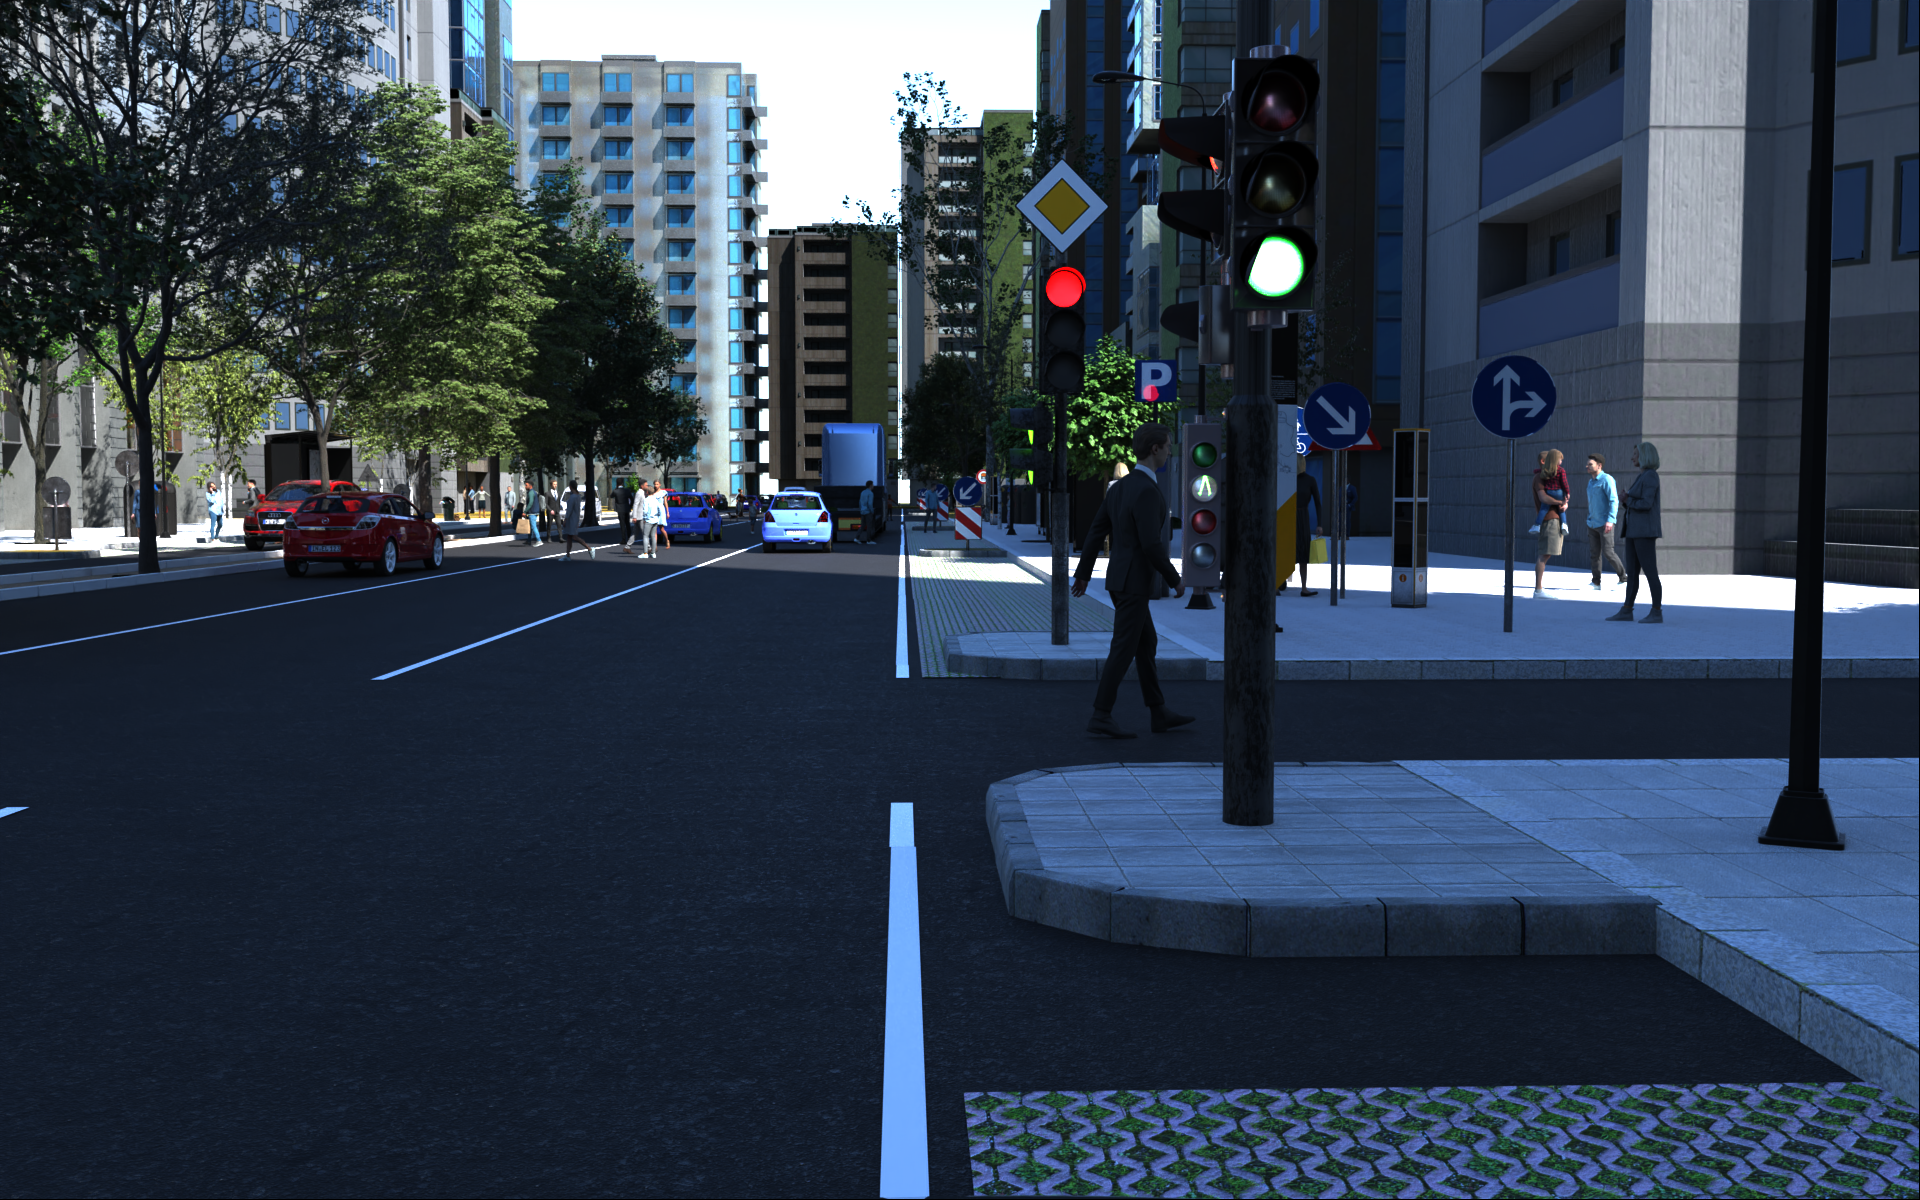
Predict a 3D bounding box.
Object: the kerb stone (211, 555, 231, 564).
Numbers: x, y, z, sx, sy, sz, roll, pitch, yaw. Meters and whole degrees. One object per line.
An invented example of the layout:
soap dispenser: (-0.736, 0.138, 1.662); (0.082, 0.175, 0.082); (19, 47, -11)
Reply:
kerb stone: (-15.386, -0.832, 35.806); (0.120, 0.150, 1.000); (0, 4, -2)

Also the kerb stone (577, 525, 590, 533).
kerb stone: (-14.274, -2.654, 65.627); (0.120, 0.150, 1.000); (0, 4, -2)

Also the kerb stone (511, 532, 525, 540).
kerb stone: (-13.903, -1.967, 54.356); (0.120, 0.150, 1.000); (0, 4, -2)

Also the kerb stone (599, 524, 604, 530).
kerb stone: (-14.374, -2.844, 68.694); (0.120, 0.150, 1.000); (0, 4, -2)

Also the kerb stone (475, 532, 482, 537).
kerb stone: (-16.106, -2.151, 57.366); (0.120, 0.150, 1.000); (0, 4, -2)

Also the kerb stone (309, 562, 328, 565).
kerb stone: (-13.292, -0.838, 35.930); (0.120, 0.150, 1.000); (0, 4, -2)

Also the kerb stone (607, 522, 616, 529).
kerb stone: (-14.487, -3.028, 71.770); (0.120, 0.150, 1.000); (0, 4, -2)

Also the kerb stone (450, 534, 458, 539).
kerb stone: (-15.997, -1.957, 54.285); (0.120, 0.150, 1.000); (0, 4, -2)

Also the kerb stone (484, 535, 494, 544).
kerb stone: (-13.765, -1.717, 50.268); (0.120, 0.150, 1.000); (0, 4, -2)

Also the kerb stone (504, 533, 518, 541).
kerb stone: (-13.870, -1.904, 53.334); (0.120, 0.150, 1.000); (0, 4, -2)

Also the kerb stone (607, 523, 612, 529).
kerb stone: (-14.446, -2.967, 70.749); (0.120, 0.150, 1.000); (0, 4, -2)

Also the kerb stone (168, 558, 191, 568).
kerb stone: (-15.315, -0.707, 33.762); (0.120, 0.150, 1.000); (0, 4, -2)

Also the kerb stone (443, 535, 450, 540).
kerb stone: (-15.963, -1.900, 53.253); (0.120, 0.150, 1.000); (0, 4, -2)

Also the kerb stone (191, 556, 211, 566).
kerb stone: (-15.350, -0.770, 34.784); (0.120, 0.150, 1.000); (0, 4, -2)

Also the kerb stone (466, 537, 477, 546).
kerb stone: (-13.693, -1.592, 48.224); (0.120, 0.150, 1.000); (0, 4, -2)

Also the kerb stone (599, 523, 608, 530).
kerb stone: (-14.414, -2.907, 69.725); (0.120, 0.150, 1.000); (0, 4, -2)

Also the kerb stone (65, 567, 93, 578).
kerb stone: (-15.189, -0.457, 29.672); (0.120, 0.150, 1.000); (0, 4, -2)

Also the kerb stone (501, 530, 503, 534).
kerb stone: (-16.201, -2.337, 60.432); (0.120, 0.150, 1.000); (0, 4, -2)

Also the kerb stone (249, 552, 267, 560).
kerb stone: (-15.455, -0.957, 37.849); (0.120, 0.150, 1.000); (0, 4, -2)

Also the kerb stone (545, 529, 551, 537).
kerb stone: (-14.036, -2.217, 58.453); (0.120, 0.150, 1.000); (0, 4, -2)

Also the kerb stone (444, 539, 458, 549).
kerb stone: (-13.631, -1.467, 46.176); (0.120, 0.150, 1.000); (0, 4, -2)

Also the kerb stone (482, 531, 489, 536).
kerb stone: (-16.143, -2.214, 58.388); (0.120, 0.150, 1.000); (0, 4, -2)

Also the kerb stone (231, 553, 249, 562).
kerb stone: (-15.420, -0.890, 36.828); (0.120, 0.150, 1.000); (0, 4, -2)

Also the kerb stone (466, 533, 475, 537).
kerb stone: (-16.057, -2.086, 56.332); (0.120, 0.150, 1.000); (0, 4, -2)

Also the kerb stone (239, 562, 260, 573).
kerb stone: (-13.160, -0.588, 31.843); (0.120, 0.150, 1.000); (0, 4, -2)

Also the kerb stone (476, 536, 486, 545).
kerb stone: (-13.733, -1.654, 49.246); (0.120, 0.150, 1.000); (0, 4, -2)

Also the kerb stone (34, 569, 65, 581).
kerb stone: (-15.148, -0.393, 28.638); (0.120, 0.150, 1.000); (0, 4, -2)

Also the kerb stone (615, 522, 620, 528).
kerb stone: (-14.520, -3.095, 72.795); (0.120, 0.150, 1.000); (0, 4, -2)

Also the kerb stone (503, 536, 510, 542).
kerb stone: (-13.833, -1.842, 52.312); (0.120, 0.150, 1.000); (0, 4, -2)

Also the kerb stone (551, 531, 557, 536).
kerb stone: (-14.074, -2.280, 59.474); (0.120, 0.150, 1.000); (0, 4, -2)

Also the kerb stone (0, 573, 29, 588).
kerb stone: (-15.117, -0.329, 27.617); (0.120, 0.150, 1.000); (0, 4, -2)

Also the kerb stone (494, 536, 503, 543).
kerb stone: (-13.799, -1.779, 51.290); (0.120, 0.150, 1.000); (0, 4, -2)

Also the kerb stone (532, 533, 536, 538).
kerb stone: (-13.975, -2.089, 56.408); (0.120, 0.150, 1.000); (0, 4, -2)

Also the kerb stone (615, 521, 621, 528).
kerb stone: (-14.544, -3.157, 73.822); (0.120, 0.150, 1.000); (0, 4, -2)

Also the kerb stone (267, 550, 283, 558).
kerb stone: (-15.490, -1.011, 38.882); (0.120, 0.150, 1.000); (0, 4, -2)

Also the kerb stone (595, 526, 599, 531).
kerb stone: (-14.345, -2.781, 67.673); (0.120, 0.150, 1.000); (0, 4, -2)

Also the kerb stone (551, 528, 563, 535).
kerb stone: (-14.103, -2.343, 60.503); (0.120, 0.150, 1.000); (0, 4, -2)

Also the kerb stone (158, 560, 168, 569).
kerb stone: (-15.286, -0.645, 32.738); (0.120, 0.150, 1.000); (0, 4, -2)

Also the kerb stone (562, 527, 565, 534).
kerb stone: (-14.146, -2.404, 61.525); (0.120, 0.150, 1.000); (0, 4, -2)

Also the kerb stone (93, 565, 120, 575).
kerb stone: (-15.217, -0.517, 30.694); (0.120, 0.150, 1.000); (0, 4, -2)

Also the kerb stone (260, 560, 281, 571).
kerb stone: (-13.181, -0.651, 32.865); (0.120, 0.150, 1.000); (0, 4, -2)

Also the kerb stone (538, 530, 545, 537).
kerb stone: (-14.007, -2.155, 57.431); (0.120, 0.150, 1.000); (0, 4, -2)

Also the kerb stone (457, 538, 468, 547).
kerb stone: (-13.661, -1.529, 47.199); (0.120, 0.150, 1.000); (0, 4, -2)

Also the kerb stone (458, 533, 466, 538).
kerb stone: (-16.033, -2.023, 55.308); (0.120, 0.150, 1.000); (0, 4, -2)

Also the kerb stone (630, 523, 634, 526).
kerb stone: (-14.653, -3.346, 76.903); (0.120, 0.150, 1.000); (0, 4, -2)

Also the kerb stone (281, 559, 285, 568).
kerb stone: (-13.226, -0.715, 33.887); (0.120, 0.150, 1.000); (0, 4, -2)

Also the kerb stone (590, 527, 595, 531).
kerb stone: (-14.306, -2.719, 66.651); (0.120, 0.150, 1.000); (0, 4, -2)

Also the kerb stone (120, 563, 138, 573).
kerb stone: (-15.254, -0.582, 31.716); (0.120, 0.150, 1.000); (0, 4, -2)

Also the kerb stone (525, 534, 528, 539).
kerb stone: (-13.938, -2.029, 55.379); (0.120, 0.150, 1.000); (0, 4, -2)
